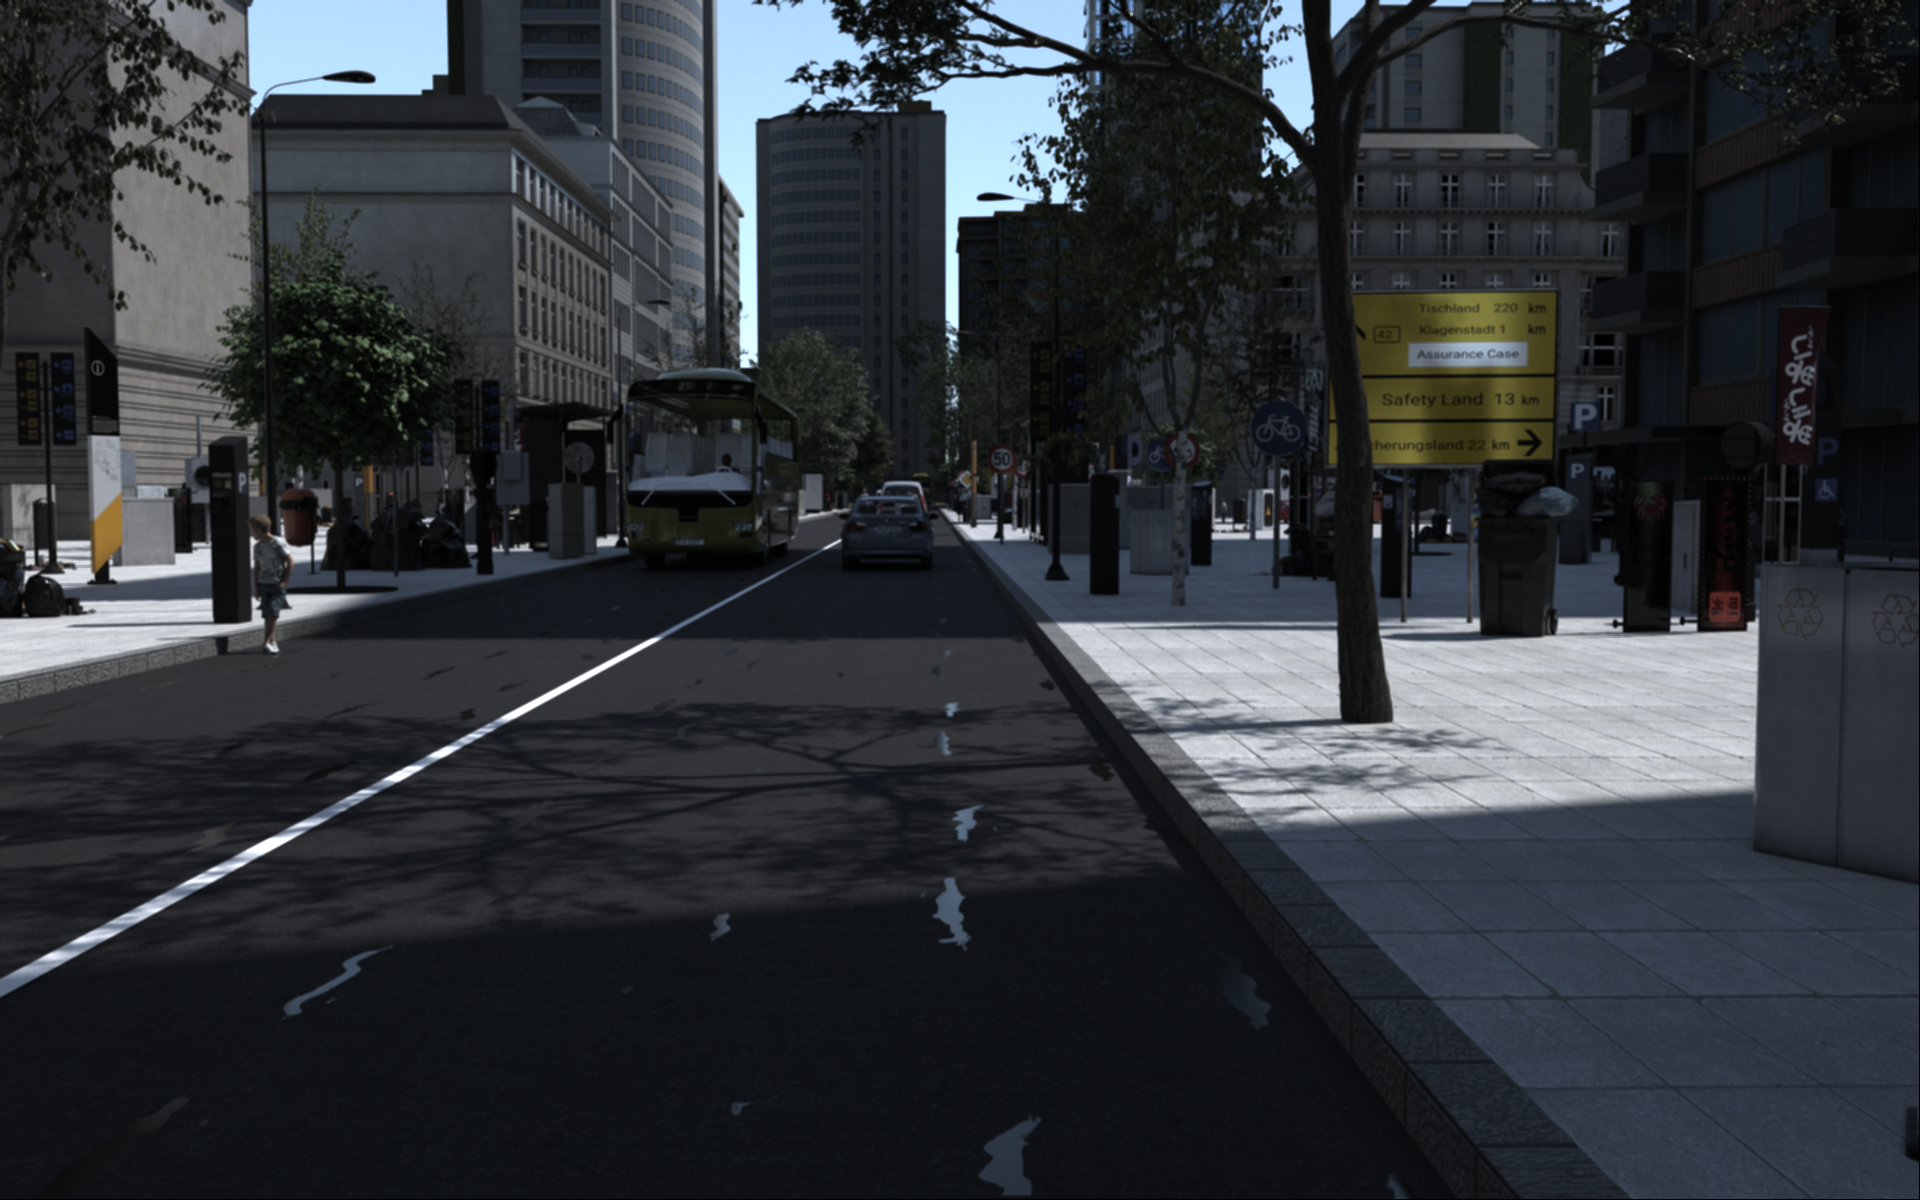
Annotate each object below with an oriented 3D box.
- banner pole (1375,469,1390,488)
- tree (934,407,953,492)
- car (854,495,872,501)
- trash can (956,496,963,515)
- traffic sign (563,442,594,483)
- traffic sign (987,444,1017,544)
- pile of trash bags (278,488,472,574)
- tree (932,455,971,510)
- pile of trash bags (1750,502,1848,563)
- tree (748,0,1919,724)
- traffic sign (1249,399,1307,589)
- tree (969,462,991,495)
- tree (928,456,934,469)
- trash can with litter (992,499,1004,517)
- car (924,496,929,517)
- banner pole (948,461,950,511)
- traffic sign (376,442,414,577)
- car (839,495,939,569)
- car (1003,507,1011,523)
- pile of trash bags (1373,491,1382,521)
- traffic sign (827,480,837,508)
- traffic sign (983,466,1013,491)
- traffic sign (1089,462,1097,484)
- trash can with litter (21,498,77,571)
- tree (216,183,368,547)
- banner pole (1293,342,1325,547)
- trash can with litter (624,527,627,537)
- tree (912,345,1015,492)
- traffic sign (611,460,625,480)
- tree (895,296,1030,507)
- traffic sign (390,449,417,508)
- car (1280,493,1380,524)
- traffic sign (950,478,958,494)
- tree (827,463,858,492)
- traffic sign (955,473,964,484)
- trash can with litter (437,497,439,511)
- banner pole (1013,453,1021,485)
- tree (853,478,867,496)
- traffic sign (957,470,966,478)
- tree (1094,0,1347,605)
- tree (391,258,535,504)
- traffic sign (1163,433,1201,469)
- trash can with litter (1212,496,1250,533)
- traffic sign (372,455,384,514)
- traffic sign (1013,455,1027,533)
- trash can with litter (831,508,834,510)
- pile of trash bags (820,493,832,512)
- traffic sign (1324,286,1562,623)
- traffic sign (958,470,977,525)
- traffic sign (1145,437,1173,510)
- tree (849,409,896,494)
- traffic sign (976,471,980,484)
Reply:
[{"bbox_3d":[34.381,-9.255,141.334,0.401,3.779,0.863,-3,5,-42],"label":"banner pole"},{"bbox_3d":[0.927,-9.985,113.616,4.360,8.622,3.978,0,3,0],"label":"tree"},{"bbox_3d":[-7.651,-7.896,141.671,1.945,1.354,3.894,0,4,-2],"label":"car"},{"bbox_3d":[0.100,-5.904,108.186,0.748,1.137,0.748,0,3,0],"label":"trash can"},{"bbox_3d":[-9.333,-2.587,42.399,0.768,2.556,0.104,0,4,0],"label":"traffic sign"},{"bbox_3d":[1.064,-2.687,44.030,0.768,2.556,0.104,0,4,-1],"label":"traffic sign"},{"bbox_3d":[-9.974,-1.185,29.120,1.912,1.369,3.447,2,4,26],"label":"pile of trash bags"},{"bbox_3d":[-0.346,-9.722,142.661,4.285,4.588,4.351,0,3,0],"label":"tree"},{"bbox_3d":[15.358,-1.363,32.033,1.912,1.369,3.447,2,4,23],"label":"pile of trash bags"},{"bbox_3d":[2.020,-4.604,9.683,7.601,10.594,8.767,2,4,32],"label":"tree"},{"bbox_3d":[4.294,-1.428,23.450,0.768,2.556,0.104,0,4,4],"label":"traffic sign"},{"bbox_3d":[1.191,-6.722,104.504,1.663,3.219,1.824,0,3,0],"label":"tree"},{"bbox_3d":[-1.623,-16.463,219.534,4.360,8.622,3.978,0,3,0],"label":"tree"},{"bbox_3d":[3.093,-5.474,100.560,2.233,1.210,1.678,1,4,21],"label":"trash can with litter"},{"bbox_3d":[-2.579,-5.274,96.023,2.009,1.686,4.222,0,3,0],"label":"car"},{"bbox_3d":[-0.823,-8.552,129.849,0.401,3.779,0.863,0,4,7],"label":"banner pole"},{"bbox_3d":[-8.760,-1.512,26.856,0.606,2.300,0.079,0,4,2],"label":"traffic sign"},{"bbox_3d":[-1.415,-1.366,34.333,2.014,1.417,4.499,0,4,-1],"label":"car"},{"bbox_3d":[3.951,-4.146,77.570,4.222,1.686,2.009,0,3,0],"label":"car"},{"bbox_3d":[12.025,-2.700,53.899,1.912,1.369,3.447,-2,4,-33],"label":"pile of trash bags"},{"bbox_3d":[-10.251,-8.508,139.106,0.884,2.594,0.081,0,4,4],"label":"traffic sign"},{"bbox_3d":[2.836,-8.144,127.023,2.265,3.308,0.079,0,4,5],"label":"traffic sign"},{"bbox_3d":[5.153,-4.202,68.808,0.768,2.556,0.104,0,4,7],"label":"traffic sign"},{"bbox_3d":[-15.835,-1.117,29.323,1.678,1.210,2.233,0,4,5],"label":"trash can with litter"},{"bbox_3d":[-15.940,-5.590,41.756,4.737,8.622,4.395,0,3,0],"label":"tree"},{"bbox_3d":[5.752,-2.369,28.754,0.863,3.779,0.401,-2,4,-32],"label":"banner pole"},{"bbox_3d":[-9.582,-2.451,51.464,1.055,1.170,0.624,-1,4,-12],"label":"trash can with litter"},{"bbox_3d":[0.230,-11.994,121.857,9.928,11.665,9.643,0,3,0],"label":"tree"},{"bbox_3d":[-12.568,-3.929,64.349,0.768,2.556,0.104,0,4,-1],"label":"traffic sign"},{"bbox_3d":[0.517,-18.895,164.825,12.611,20.169,13.585,0,3,0],"label":"tree"},{"bbox_3d":[-12.729,-2.403,39.397,0.768,2.556,0.104,1,4,8],"label":"traffic sign"},{"bbox_3d":[16.117,-4.081,75.757,4.494,1.783,2.155,0,4,-1],"label":"car"},{"bbox_3d":[-0.413,-8.503,139.124,0.768,2.556,0.104,0,4,3],"label":"traffic sign"},{"bbox_3d":[-11.561,-11.376,169.712,4.285,4.588,4.351,0,3,0],"label":"tree"},{"bbox_3d":[0.150,-4.682,80.187,0.795,2.450,0.064,0,4,-1],"label":"traffic sign"},{"bbox_3d":[-23.561,-4.169,79.557,1.055,1.170,0.624,3,5,41],"label":"trash can with litter"},{"bbox_3d":[3.095,-6.309,93.168,0.401,3.779,0.863,3,5,41],"label":"banner pole"},{"bbox_3d":[-11.719,-12.944,206.243,1.663,3.219,1.824,0,3,0],"label":"tree"},{"bbox_3d":[0.238,-5.673,92.855,0.768,2.556,0.104,0,3,0],"label":"traffic sign"},{"bbox_3d":[2.524,-4.262,20.046,4.737,8.622,4.395,0,3,0],"label":"tree"},{"bbox_3d":[-16.058,-6.314,53.600,4.360,8.622,3.978,0,3,0],"label":"tree"},{"bbox_3d":[4.563,-2.178,35.710,0.768,2.556,0.104,0,4,1],"label":"traffic sign"},{"bbox_3d":[8.946,-2.853,57.700,2.233,1.210,1.678,-2,4,-24],"label":"trash can with litter"},{"bbox_3d":[-11.294,-2.061,33.801,0.768,2.556,0.104,0,4,4],"label":"traffic sign"},{"bbox_3d":[2.082,-3.439,56.335,0.768,2.556,0.104,0,3,0],"label":"traffic sign"},{"bbox_3d":[-10.811,-7.737,137.553,2.233,1.210,1.678,3,4,39],"label":"trash can with litter"},{"bbox_3d":[-10.380,-7.274,128.684,1.912,1.369,3.447,1,4,13],"label":"pile of trash bags"},{"bbox_3d":[4.759,-1.426,17.184,2.265,3.308,0.079,0,4,6],"label":"traffic sign"},{"bbox_3d":[0.302,-4.193,72.204,0.795,2.450,0.064,0,4,-1],"label":"traffic sign"},{"bbox_3d":[4.528,-2.366,38.792,0.768,2.556,0.104,0,4,6],"label":"traffic sign"},{"bbox_3d":[-11.954,-18.937,227.739,7.486,12.596,7.792,0,3,0],"label":"tree"},{"bbox_3d":[0.767,-5.470,89.433,0.884,2.594,0.081,0,4,2],"label":"traffic sign"}]
